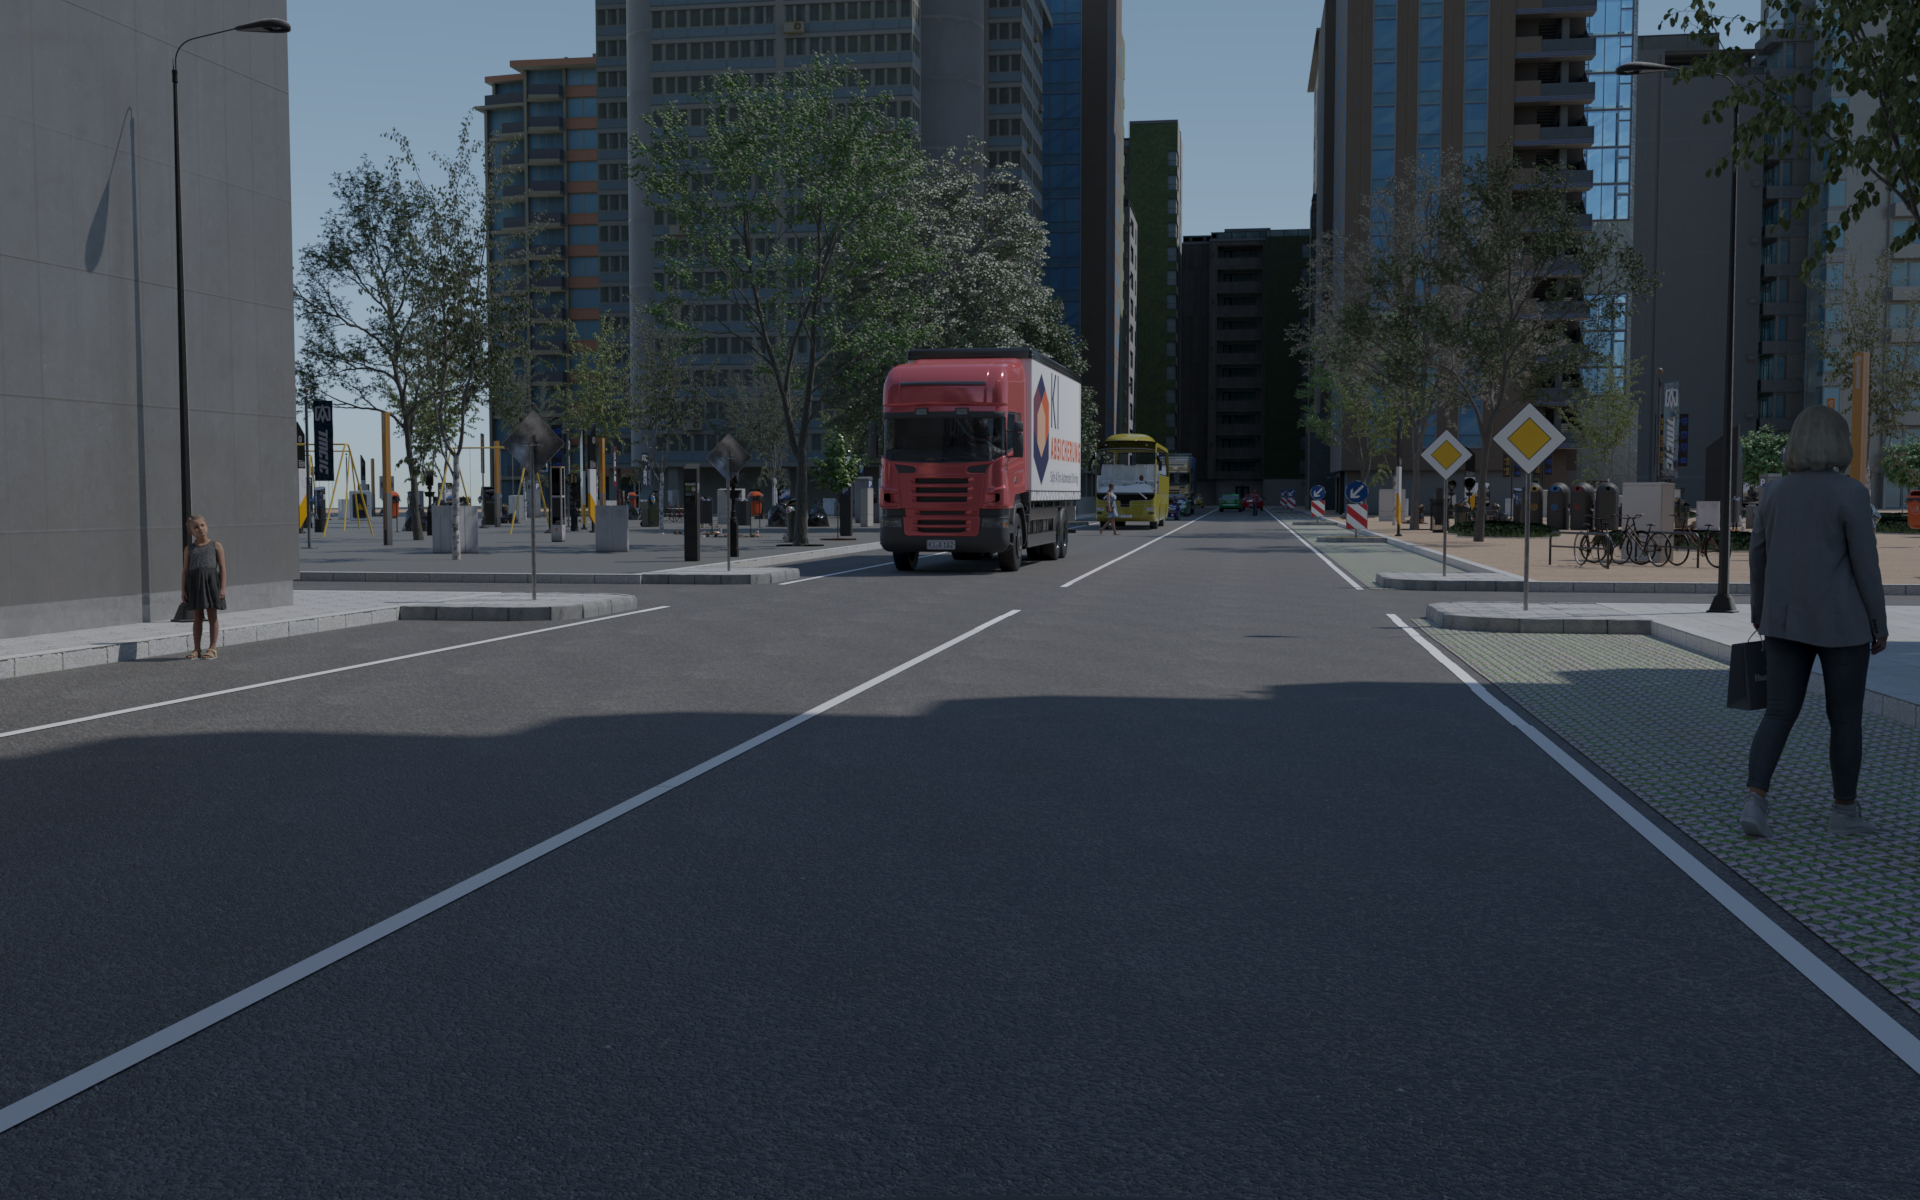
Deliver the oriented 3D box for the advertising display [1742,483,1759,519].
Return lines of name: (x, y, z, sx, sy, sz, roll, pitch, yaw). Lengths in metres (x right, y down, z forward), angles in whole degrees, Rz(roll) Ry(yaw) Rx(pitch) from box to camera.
advertising display: (40.600, -5.113, 88.818, 0.974, 1.923, 0.123, 0, 4, 7)

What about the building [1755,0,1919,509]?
building: (87.880, -32.710, 154.411, 30.456, 49.044, 23.786, 1, 4, 9)

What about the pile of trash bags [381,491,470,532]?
pile of trash bags: (-18.455, -3.051, 59.638, 1.912, 1.369, 3.447, 2, 4, 30)

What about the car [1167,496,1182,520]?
car: (11.255, -5.078, 95.604, 1.945, 1.354, 3.894, 1, 4, 8)

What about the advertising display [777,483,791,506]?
advertising display: (-10.746, -6.111, 105.126, 0.974, 1.923, 0.123, -2, 4, -27)

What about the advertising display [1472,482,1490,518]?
advertising display: (27.983, -5.372, 93.046, 0.974, 1.923, 0.123, 0, 4, -7)

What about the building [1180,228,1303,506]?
building: (31.421, -25.652, 191.118, 14.107, 30.474, 14.160, 1, 4, 9)

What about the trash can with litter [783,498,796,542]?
trash can with litter: (-4.473, -2.118, 46.013, 0.624, 1.170, 1.055, -2, 4, -24)

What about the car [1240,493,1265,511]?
car: (25.056, -8.515, 148.262, 2.155, 1.783, 4.494, 1, 4, 10)

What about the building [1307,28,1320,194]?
building: (53.107, -36.993, 194.069, 27.495, 52.752, 28.713, 1, 4, 9)

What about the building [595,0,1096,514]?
building: (-7.349, -26.015, 117.233, 32.217, 40.220, 23.993, 1, 4, 9)

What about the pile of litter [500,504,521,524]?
pile of litter: (-19.997, -3.764, 75.512, 1.719, 0.858, 1.176, -1, 4, -15)

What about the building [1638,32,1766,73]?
building: (76.718, -34.424, 186.534, 21.600, 48.544, 21.300, 1, 4, 9)

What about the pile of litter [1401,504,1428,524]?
pile of litter: (19.591, -3.714, 74.684, 1.176, 0.858, 1.719, 1, 4, 19)

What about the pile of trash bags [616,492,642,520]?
pile of trash bags: (-16.300, -4.706, 86.703, 1.912, 1.369, 3.447, -1, 4, -17)

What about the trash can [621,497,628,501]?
trash can: (-19.932, -5.561, 102.582, 0.748, 1.137, 0.748, 0, 3, 0)

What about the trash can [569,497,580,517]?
trash can: (-21.889, -5.297, 98.263, 0.748, 1.137, 0.748, 0, 3, 0)

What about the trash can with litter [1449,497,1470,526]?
trash can with litter: (17.920, -3.144, 62.795, 1.055, 1.170, 0.624, 1, 4, 14)

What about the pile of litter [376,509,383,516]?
pile of litter: (-33.526, -5.308, 100.754, 1.176, 0.858, 1.719, -3, 5, -44)

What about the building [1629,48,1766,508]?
building: (65.959, -29.314, 162.876, 14.086, 41.232, 14.154, 1, 4, 9)

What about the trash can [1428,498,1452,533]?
trash can: (15.904, -2.799, 57.423, 0.748, 1.137, 0.748, 0, 3, 0)

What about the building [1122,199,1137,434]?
building: (10.429, -24.519, 172.593, 14.107, 30.474, 14.160, 1, 4, 9)

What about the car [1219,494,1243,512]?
car: (21.801, -7.985, 139.350, 1.959, 1.807, 4.718, 1, 4, 11)

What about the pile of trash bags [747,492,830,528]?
pile of trash bags: (-6.838, -3.523, 67.352, 1.912, 1.369, 3.447, 3, 5, 44)

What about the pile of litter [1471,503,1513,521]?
pile of litter: (25.347, -4.148, 81.792, 1.176, 0.858, 1.719, -3, 5, -45)

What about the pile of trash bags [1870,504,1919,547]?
pile of trash bags: (22.320, -2.028, 42.908, 1.912, 1.369, 3.447, -3, 4, -36)

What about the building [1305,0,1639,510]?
building: (38.101, -49.931, 129.048, 22.319, 86.520, 31.000, 1, 4, 9)

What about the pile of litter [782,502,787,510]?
pile of litter: (-9.580, -4.830, 92.941, 1.176, 0.858, 1.719, 3, 4, 38)

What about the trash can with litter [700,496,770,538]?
trash can with litter: (-6.847, -2.476, 51.532, 2.233, 1.210, 1.678, 0, 4, 3)

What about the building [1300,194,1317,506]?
building: (40.779, -24.208, 167.500, 14.160, 30.474, 14.107, 1, 4, 9)

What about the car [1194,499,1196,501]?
car: (17.605, -7.630, 137.113, 2.083, 1.381, 4.827, 1, 4, 9)

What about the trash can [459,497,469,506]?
trash can: (-25.135, -4.640, 87.515, 0.748, 1.137, 0.748, 0, 3, 0)

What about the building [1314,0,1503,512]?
building: (38.772, -30.761, 153.059, 14.600, 45.320, 14.200, 1, 4, 9)

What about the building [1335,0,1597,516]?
building: (30.667, -27.991, 107.757, 14.600, 45.320, 14.200, 1, 4, 9)

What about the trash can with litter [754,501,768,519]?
trash can with litter: (-10.092, -4.734, 88.785, 1.055, 1.170, 0.624, 1, 4, 12)

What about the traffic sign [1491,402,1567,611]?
traffic sign: (6.230, -0.941, 19.020, 0.795, 2.450, 0.064, 1, 4, 9)

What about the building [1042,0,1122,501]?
building: (5.043, -29.617, 134.350, 14.600, 45.320, 14.200, 1, 4, 9)

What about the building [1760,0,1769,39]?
building: (97.533, -45.511, 182.358, 20.611, 71.187, 20.563, 1, 4, 9)

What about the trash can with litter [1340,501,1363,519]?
trash can with litter: (19.778, -4.661, 87.600, 1.055, 1.170, 0.624, 0, 4, -7)

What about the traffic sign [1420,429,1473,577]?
traffic sign: (7.536, -1.422, 26.898, 0.795, 2.450, 0.064, 1, 4, 9)

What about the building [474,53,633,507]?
building: (-31.905, -31.800, 174.559, 28.867, 44.769, 22.147, 1, 4, 9)

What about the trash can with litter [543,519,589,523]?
trash can with litter: (-17.823, -4.113, 78.298, 2.233, 1.210, 1.678, 1, 4, 15)

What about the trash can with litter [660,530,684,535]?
trash can with litter: (-8.424, -2.690, 55.035, 2.233, 1.210, 1.678, 1, 4, 17)

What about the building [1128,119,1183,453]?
building: (17.562, -31.179, 193.376, 14.086, 41.232, 14.154, 1, 4, 9)

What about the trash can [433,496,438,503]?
trash can: (-32.542, -5.890, 107.953, 0.748, 1.137, 0.748, 0, 3, 0)

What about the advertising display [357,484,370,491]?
advertising display: (-38.011, -6.435, 110.429, 0.974, 1.923, 0.123, 2, 4, 28)

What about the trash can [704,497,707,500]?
trash can: (-14.028, -5.020, 93.729, 0.748, 1.137, 0.748, 0, 3, 0)

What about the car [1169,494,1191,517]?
car: (13.750, -6.050, 110.722, 2.131, 1.459, 4.920, 1, 4, 11)

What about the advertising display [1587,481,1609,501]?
advertising display: (30.335, -4.721, 82.408, 0.974, 1.923, 0.123, 0, 4, 7)

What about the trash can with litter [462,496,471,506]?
trash can with litter: (-25.968, -4.805, 89.621, 2.233, 1.210, 1.678, -2, 4, -34)

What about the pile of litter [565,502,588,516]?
pile of litter: (-22.753, -5.393, 102.134, 1.719, 0.858, 1.176, 0, 4, -5)

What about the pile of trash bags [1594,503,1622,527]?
pile of trash bags: (25.629, -3.548, 67.761, 3.447, 1.369, 1.912, -2, 4, -32)

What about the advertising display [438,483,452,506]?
advertising display: (-28.746, -5.597, 96.730, 0.123, 1.923, 0.974, 2, 4, 31)

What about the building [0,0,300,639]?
building: (-23.258, -12.069, 16.400, 30.058, 24.678, 14.314, 1, 4, 9)

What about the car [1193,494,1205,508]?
car: (23.943, -10.153, 176.225, 2.015, 1.641, 3.980, 1, 4, 10)

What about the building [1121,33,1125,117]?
building: (6.528, -28.437, 148.538, 14.154, 41.232, 14.086, 1, 4, 9)

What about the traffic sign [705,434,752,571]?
traffic sign: (-3.850, -1.539, 28.800, 0.795, 2.450, 0.064, 1, 4, 9)

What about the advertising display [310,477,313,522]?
advertising display: (-25.139, -3.728, 66.160, 0.123, 1.923, 0.974, 2, 4, 25)

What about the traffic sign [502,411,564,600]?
traffic sign: (-5.156, -1.057, 20.922, 0.795, 2.450, 0.064, 1, 4, 9)
